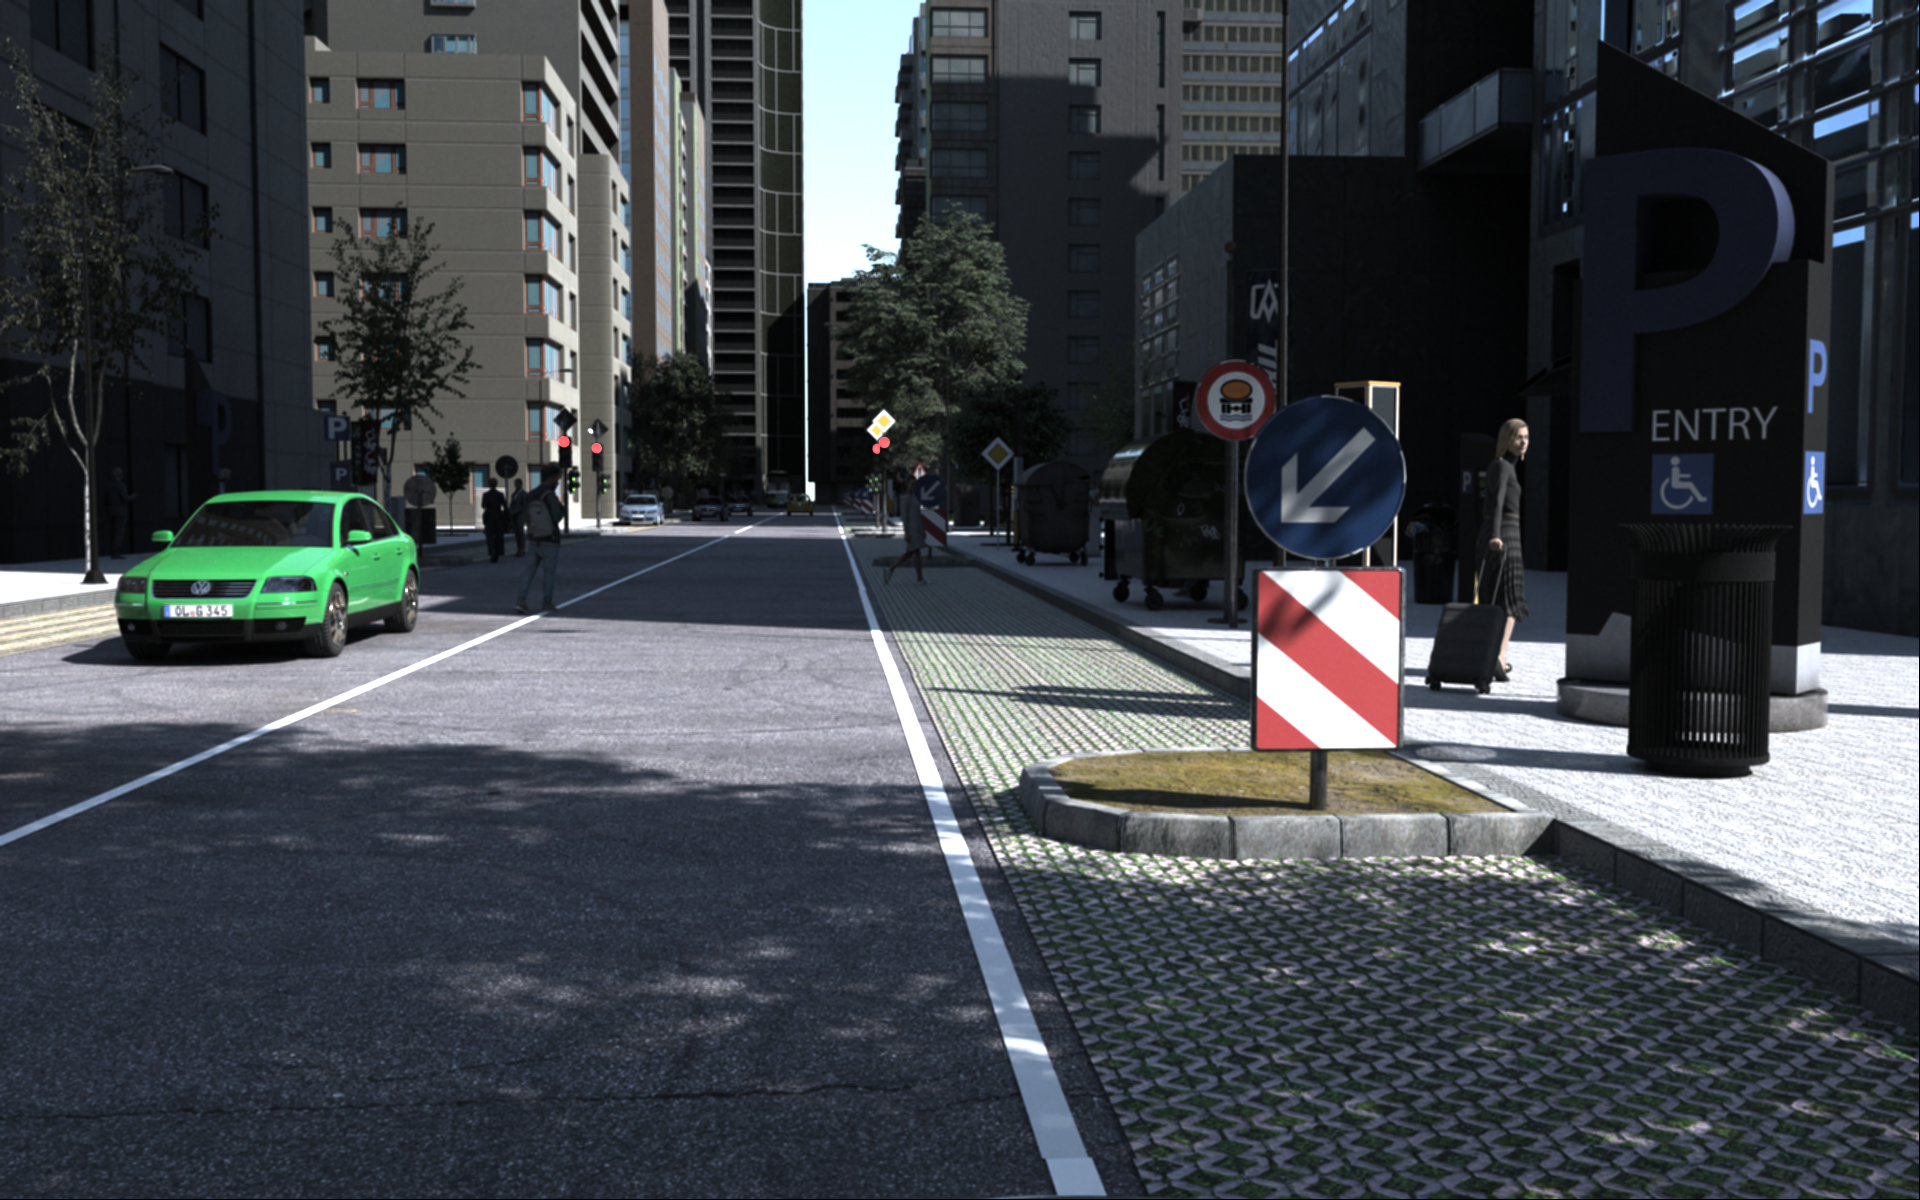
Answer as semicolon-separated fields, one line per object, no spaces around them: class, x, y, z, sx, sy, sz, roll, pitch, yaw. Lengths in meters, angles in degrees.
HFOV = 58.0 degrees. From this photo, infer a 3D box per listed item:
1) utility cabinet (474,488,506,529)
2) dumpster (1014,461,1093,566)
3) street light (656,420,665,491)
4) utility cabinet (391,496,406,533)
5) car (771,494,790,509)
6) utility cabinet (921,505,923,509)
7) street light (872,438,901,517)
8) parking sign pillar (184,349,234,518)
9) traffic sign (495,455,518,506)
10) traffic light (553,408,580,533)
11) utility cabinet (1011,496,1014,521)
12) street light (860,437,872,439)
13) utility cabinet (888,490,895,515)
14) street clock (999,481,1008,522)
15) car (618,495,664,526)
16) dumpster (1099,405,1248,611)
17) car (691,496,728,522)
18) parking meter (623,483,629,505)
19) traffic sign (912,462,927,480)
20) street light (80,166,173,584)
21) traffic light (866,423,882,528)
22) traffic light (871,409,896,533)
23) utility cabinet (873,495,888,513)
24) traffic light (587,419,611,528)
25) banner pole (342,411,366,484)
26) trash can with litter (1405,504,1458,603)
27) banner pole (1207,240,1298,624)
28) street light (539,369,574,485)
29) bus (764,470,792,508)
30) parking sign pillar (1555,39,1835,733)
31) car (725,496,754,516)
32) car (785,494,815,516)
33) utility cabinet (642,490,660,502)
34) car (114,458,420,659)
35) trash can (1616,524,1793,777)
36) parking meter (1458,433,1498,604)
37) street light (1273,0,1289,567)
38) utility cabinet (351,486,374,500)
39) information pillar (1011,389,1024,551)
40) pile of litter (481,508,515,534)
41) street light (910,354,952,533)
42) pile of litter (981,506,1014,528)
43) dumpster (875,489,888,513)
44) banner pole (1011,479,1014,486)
utility cabinet;-17.190;-3.356;63.548;1.173;1.500;0.318;-1;4;-20
dumpster;1.703;-1.578;31.555;1.264;1.857;1.865;0;4;-4
street light;-18.198;-8.223;106.986;1.470;5.913;1.316;0;4;-4
utility cabinet;-18.251;-2.748;56.085;0.306;1.237;1.020;-3;4;-37
car;-17.472;-9.816;169.281;1.959;1.807;4.718;0;4;-5
utility cabinet;-1.721;-3.498;68.357;0.306;1.237;1.020;1;4;12
street light;-4.020;-7.626;97.231;1.470;5.913;1.316;0;4;-4
parking sign pillar;-14.203;-2.712;32.814;1.447;3.967;1.447;0;4;-5
traffic sign;-14.941;-3.485;57.091;0.768;2.556;0.104;0;4;4
traffic light;-12.863;-4.138;56.576;0.839;4.253;0.868;0;4;-4
utility cabinet;2.553;-3.807;73.413;0.306;1.237;1.020;-3;5;-41
street light;-7.371;-10.265;140.380;1.470;5.913;1.316;0;4;-4
utility cabinet;-4.217;-5.999;106.763;0.318;1.500;1.173;-1;4;-9
street clock;1.783;-3.971;69.490;0.471;2.002;0.358;-1;4;-19
car;-14.459;-4.081;78.720;2.014;1.417;4.499;0;4;-6
dumpster;2.478;-1.057;19.781;1.502;2.255;1.985;0;4;-4
car;-13.190;-4.827;91.502;1.945;1.354;3.894;0;4;-4
parking meter;-17.399;-5.170;90.246;0.255;1.863;0.399;-1;4;-18
traffic sign;-1.619;-4.281;70.002;0.884;2.594;0.081;0;4;3
street light;-11.833;-3.185;24.623;1.470;5.913;1.316;0;4;-4
traffic light;-3.139;-4.674;65.338;0.839;4.253;0.868;0;4;-4
traffic light;-2.533;-4.187;57.376;0.839;4.253;0.868;0;4;-4
utility cabinet;-5.753;-6.959;124.942;1.020;1.237;0.306;2;4;31
traffic light;-13.469;-4.625;64.538;0.839;4.253;0.868;0;4;-4
banner pole;-18.341;-3.816;52.412;0.863;3.779;0.401;-1;4;-11
trash can with litter;5.558;-0.562;20.573;0.624;1.170;1.055;1;4;9
banner pole;2.887;-1.657;17.113;0.863;3.779;0.401;1;4;21
street light;-15.003;-5.613;64.313;1.470;5.913;1.316;0;4;-4
bus;-19.291;-11.795;184.396;2.896;3.916;12.252;0;4;-5
parking sign pillar;4.201;-1.309;9.875;1.447;3.967;1.447;3;5;42
car;-14.388;-6.127;112.748;1.945;1.354;3.894;0;4;-5
car;-10.615;-6.411;115.041;2.015;1.641;3.980;0;4;-4
utility cabinet;-18.512;-5.822;103.871;0.318;1.500;1.173;2;4;34
car;-6.447;-0.472;16.511;1.959;1.807;4.718;0;4;-5
trash can;3.430;0.222;8.030;0.748;1.137;0.748;0;3;0
parking meter;4.939;-0.658;16.473;0.255;1.863;0.399;-1;4;-9
street light;2.222;-2.585;14.809;1.470;5.913;1.316;0;4;-4
utility cabinet;-16.282;-2.348;47.064;0.318;1.500;1.173;0;4;2
information pillar;1.310;-2.906;38.864;0.183;3.616;0.504;1;4;19
pile of litter;-14.937;-2.580;56.156;1.176;0.858;1.719;0;4;-5
street light;-0.969;-5.195;57.482;1.470;5.913;1.316;0;4;-4
pile of litter;1.605;-3.171;65.811;1.719;0.858;1.176;-1;4;-10
dumpster;-5.718;-7.526;128.810;1.264;1.857;1.865;0;4;-4
banner pole;2.423;-6.017;88.393;0.863;3.779;0.401;-2;4;-34
